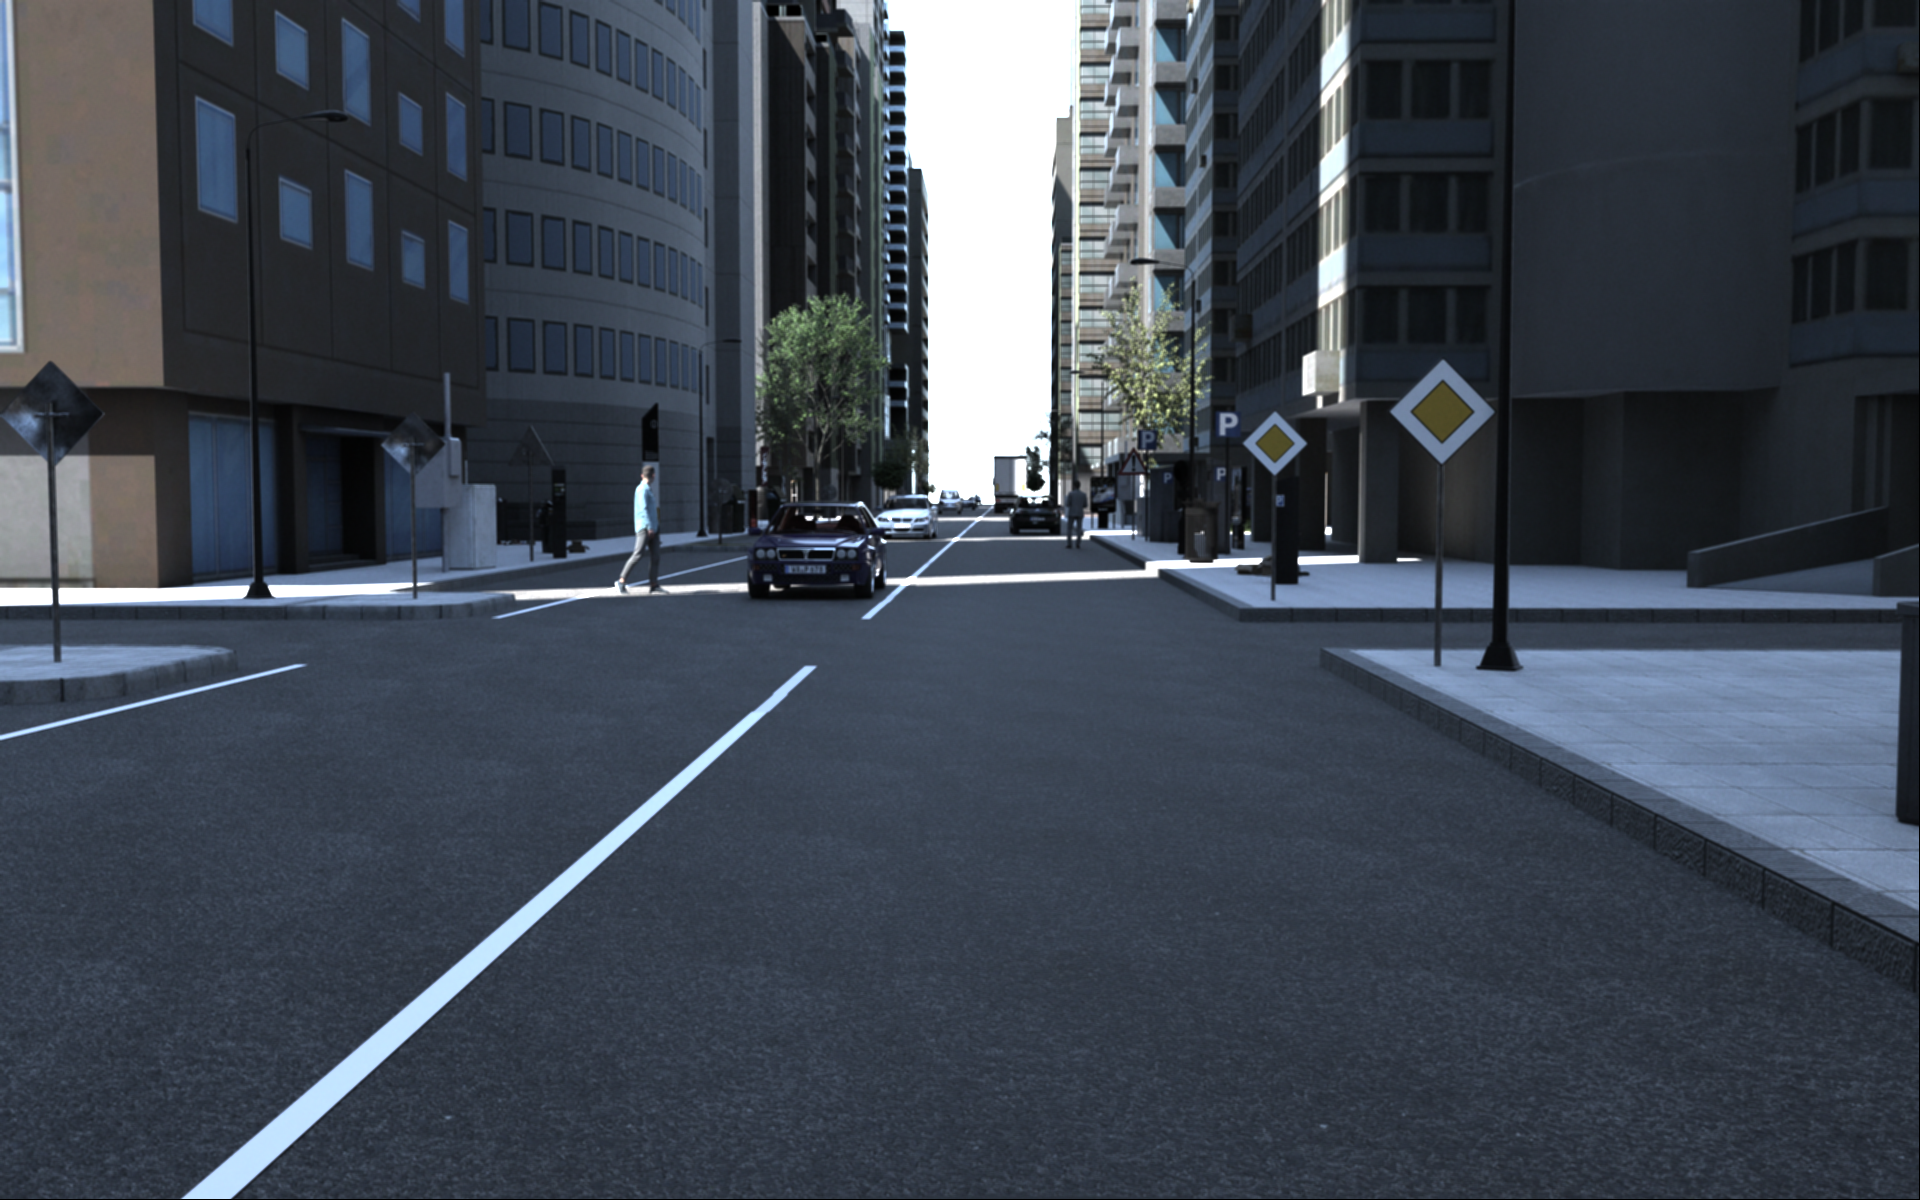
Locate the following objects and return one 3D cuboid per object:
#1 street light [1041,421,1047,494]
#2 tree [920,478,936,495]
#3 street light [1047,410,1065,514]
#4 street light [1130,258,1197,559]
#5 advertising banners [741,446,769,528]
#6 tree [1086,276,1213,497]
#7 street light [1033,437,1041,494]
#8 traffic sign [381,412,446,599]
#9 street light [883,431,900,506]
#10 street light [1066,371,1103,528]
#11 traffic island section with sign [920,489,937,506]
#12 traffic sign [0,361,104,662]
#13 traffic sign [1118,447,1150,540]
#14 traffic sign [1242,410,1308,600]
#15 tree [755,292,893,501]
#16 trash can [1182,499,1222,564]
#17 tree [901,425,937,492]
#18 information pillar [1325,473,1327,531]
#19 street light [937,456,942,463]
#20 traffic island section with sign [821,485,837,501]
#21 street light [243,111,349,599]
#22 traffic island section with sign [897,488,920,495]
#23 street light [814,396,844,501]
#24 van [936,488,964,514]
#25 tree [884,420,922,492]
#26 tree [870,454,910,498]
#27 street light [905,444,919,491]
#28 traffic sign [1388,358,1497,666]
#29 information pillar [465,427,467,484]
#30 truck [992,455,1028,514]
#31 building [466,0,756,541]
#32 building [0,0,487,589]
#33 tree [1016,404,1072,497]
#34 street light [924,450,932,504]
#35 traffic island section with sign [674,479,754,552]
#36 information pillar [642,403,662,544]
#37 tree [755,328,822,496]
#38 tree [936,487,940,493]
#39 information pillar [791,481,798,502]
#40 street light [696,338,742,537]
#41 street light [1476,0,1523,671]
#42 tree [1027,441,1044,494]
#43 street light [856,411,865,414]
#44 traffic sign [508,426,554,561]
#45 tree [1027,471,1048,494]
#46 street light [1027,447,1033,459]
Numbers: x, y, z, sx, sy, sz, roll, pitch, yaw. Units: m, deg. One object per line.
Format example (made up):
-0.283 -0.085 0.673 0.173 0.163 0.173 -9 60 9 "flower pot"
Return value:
6.060 -8.371 109.405 1.470 5.913 1.316 0 4 2 "street light"
-4.173 -12.904 205.583 1.663 3.219 1.824 0 3 0 "tree"
5.694 -7.546 95.916 1.470 5.913 1.316 0 4 2 "street light"
4.051 -3.774 34.247 1.470 5.913 1.316 0 4 2 "street light"
-7.570 -4.094 63.116 0.090 3.025 2.074 2 4 31 "advertising banners"
6.519 -6.675 59.501 4.737 8.622 4.395 0 3 0 "tree"
6.914 -10.274 140.525 1.470 5.913 1.316 0 4 2 "street light"
-6.665 -1.070 21.134 0.795 2.450 0.064 0 4 2 "traffic sign"
-5.144 -9.537 128.469 1.470 5.913 1.316 0 4 2 "street light"
4.817 -5.670 65.241 1.470 5.913 1.316 0 4 2 "street light"
-3.252 -8.505 147.691 1.989 1.847 2.006 0 4 2 "traffic island section with sign"
-6.883 -0.582 13.152 0.795 2.450 0.064 0 4 2 "traffic sign"
4.828 -2.946 48.178 0.884 2.594 0.081 0 4 7 "traffic sign"
3.774 -1.051 20.830 0.795 2.450 0.064 0 4 2 "traffic sign"
-7.292 -9.988 89.061 9.928 11.665 9.643 0 3 0 "tree"
4.489 -1.255 32.177 0.748 1.137 0.748 0 3 0 "trash can"
-4.323 -14.353 185.027 4.360 8.622 3.978 0 3 0 "tree"
12.559 -3.406 60.180 0.304 2.012 0.304 0 4 1 "information pillar"
-3.007 -14.607 211.365 1.470 5.913 1.316 0 4 2 "street light"
-5.334 -3.817 71.038 1.989 1.847 2.006 0 4 2 "traffic island section with sign"
-8.105 -2.974 21.162 1.470 5.913 1.316 0 4 2 "street light"
-3.997 -6.818 120.096 1.989 1.847 2.006 0 4 2 "traffic island section with sign"
-6.377 -6.726 82.513 1.470 5.913 1.316 0 4 2 "street light"
-0.735 -7.180 124.406 2.013 2.044 4.112 0 3 0 "van"
-5.791 -13.541 171.749 4.737 8.622 4.395 0 3 0 "tree"
-5.734 -9.668 141.780 4.285 4.588 4.351 0 3 0 "tree"
-4.463 -11.438 159.556 1.470 5.913 1.316 0 4 2 "street light"
3.557 -0.563 12.848 0.795 2.450 0.064 0 4 2 "traffic sign"
-12.193 -3.109 42.185 0.183 3.616 0.504 1 4 21 "information pillar"
3.789 -8.677 130.778 2.839 4.237 11.283 0 4 2 "truck"
-19.470 -31.541 57.700 21.231 58.520 28.212 0 4 2 "building"
-17.198 -23.166 28.879 14.600 45.320 14.200 0 4 2 "building"
9.290 -15.050 180.487 7.601 10.594 8.767 -2 4 -27 "tree"
-3.740 -12.731 180.686 1.470 5.913 1.316 0 4 2 "street light"
-6.074 -2.147 43.738 1.989 1.847 2.006 0 4 2 "traffic island section with sign"
-7.894 -3.237 44.275 0.183 3.616 0.504 3 5 40 "information pillar"
-7.889 -7.681 75.950 4.360 8.622 3.978 0 3 0 "tree"
-3.639 -14.976 239.462 1.663 3.219 1.824 0 3 0 "tree"
-9.216 -5.631 96.554 0.304 2.012 0.304 0 4 5 "information pillar"
-7.212 -4.850 51.837 1.470 5.913 1.316 0 4 2 "street light"
3.424 -2.448 12.562 1.470 5.913 1.316 0 4 2 "street light"
10.401 -18.256 248.840 4.737 8.622 4.395 0 3 0 "tree"
-6.056 -7.644 97.521 1.470 5.913 1.316 0 4 2 "street light"
-8.170 -2.016 32.973 0.884 2.594 0.081 0 4 2 "traffic sign"
10.232 -15.326 234.298 4.285 4.588 4.351 0 3 0 "tree"
7.687 -12.176 171.622 1.470 5.913 1.316 0 4 2 "street light"
